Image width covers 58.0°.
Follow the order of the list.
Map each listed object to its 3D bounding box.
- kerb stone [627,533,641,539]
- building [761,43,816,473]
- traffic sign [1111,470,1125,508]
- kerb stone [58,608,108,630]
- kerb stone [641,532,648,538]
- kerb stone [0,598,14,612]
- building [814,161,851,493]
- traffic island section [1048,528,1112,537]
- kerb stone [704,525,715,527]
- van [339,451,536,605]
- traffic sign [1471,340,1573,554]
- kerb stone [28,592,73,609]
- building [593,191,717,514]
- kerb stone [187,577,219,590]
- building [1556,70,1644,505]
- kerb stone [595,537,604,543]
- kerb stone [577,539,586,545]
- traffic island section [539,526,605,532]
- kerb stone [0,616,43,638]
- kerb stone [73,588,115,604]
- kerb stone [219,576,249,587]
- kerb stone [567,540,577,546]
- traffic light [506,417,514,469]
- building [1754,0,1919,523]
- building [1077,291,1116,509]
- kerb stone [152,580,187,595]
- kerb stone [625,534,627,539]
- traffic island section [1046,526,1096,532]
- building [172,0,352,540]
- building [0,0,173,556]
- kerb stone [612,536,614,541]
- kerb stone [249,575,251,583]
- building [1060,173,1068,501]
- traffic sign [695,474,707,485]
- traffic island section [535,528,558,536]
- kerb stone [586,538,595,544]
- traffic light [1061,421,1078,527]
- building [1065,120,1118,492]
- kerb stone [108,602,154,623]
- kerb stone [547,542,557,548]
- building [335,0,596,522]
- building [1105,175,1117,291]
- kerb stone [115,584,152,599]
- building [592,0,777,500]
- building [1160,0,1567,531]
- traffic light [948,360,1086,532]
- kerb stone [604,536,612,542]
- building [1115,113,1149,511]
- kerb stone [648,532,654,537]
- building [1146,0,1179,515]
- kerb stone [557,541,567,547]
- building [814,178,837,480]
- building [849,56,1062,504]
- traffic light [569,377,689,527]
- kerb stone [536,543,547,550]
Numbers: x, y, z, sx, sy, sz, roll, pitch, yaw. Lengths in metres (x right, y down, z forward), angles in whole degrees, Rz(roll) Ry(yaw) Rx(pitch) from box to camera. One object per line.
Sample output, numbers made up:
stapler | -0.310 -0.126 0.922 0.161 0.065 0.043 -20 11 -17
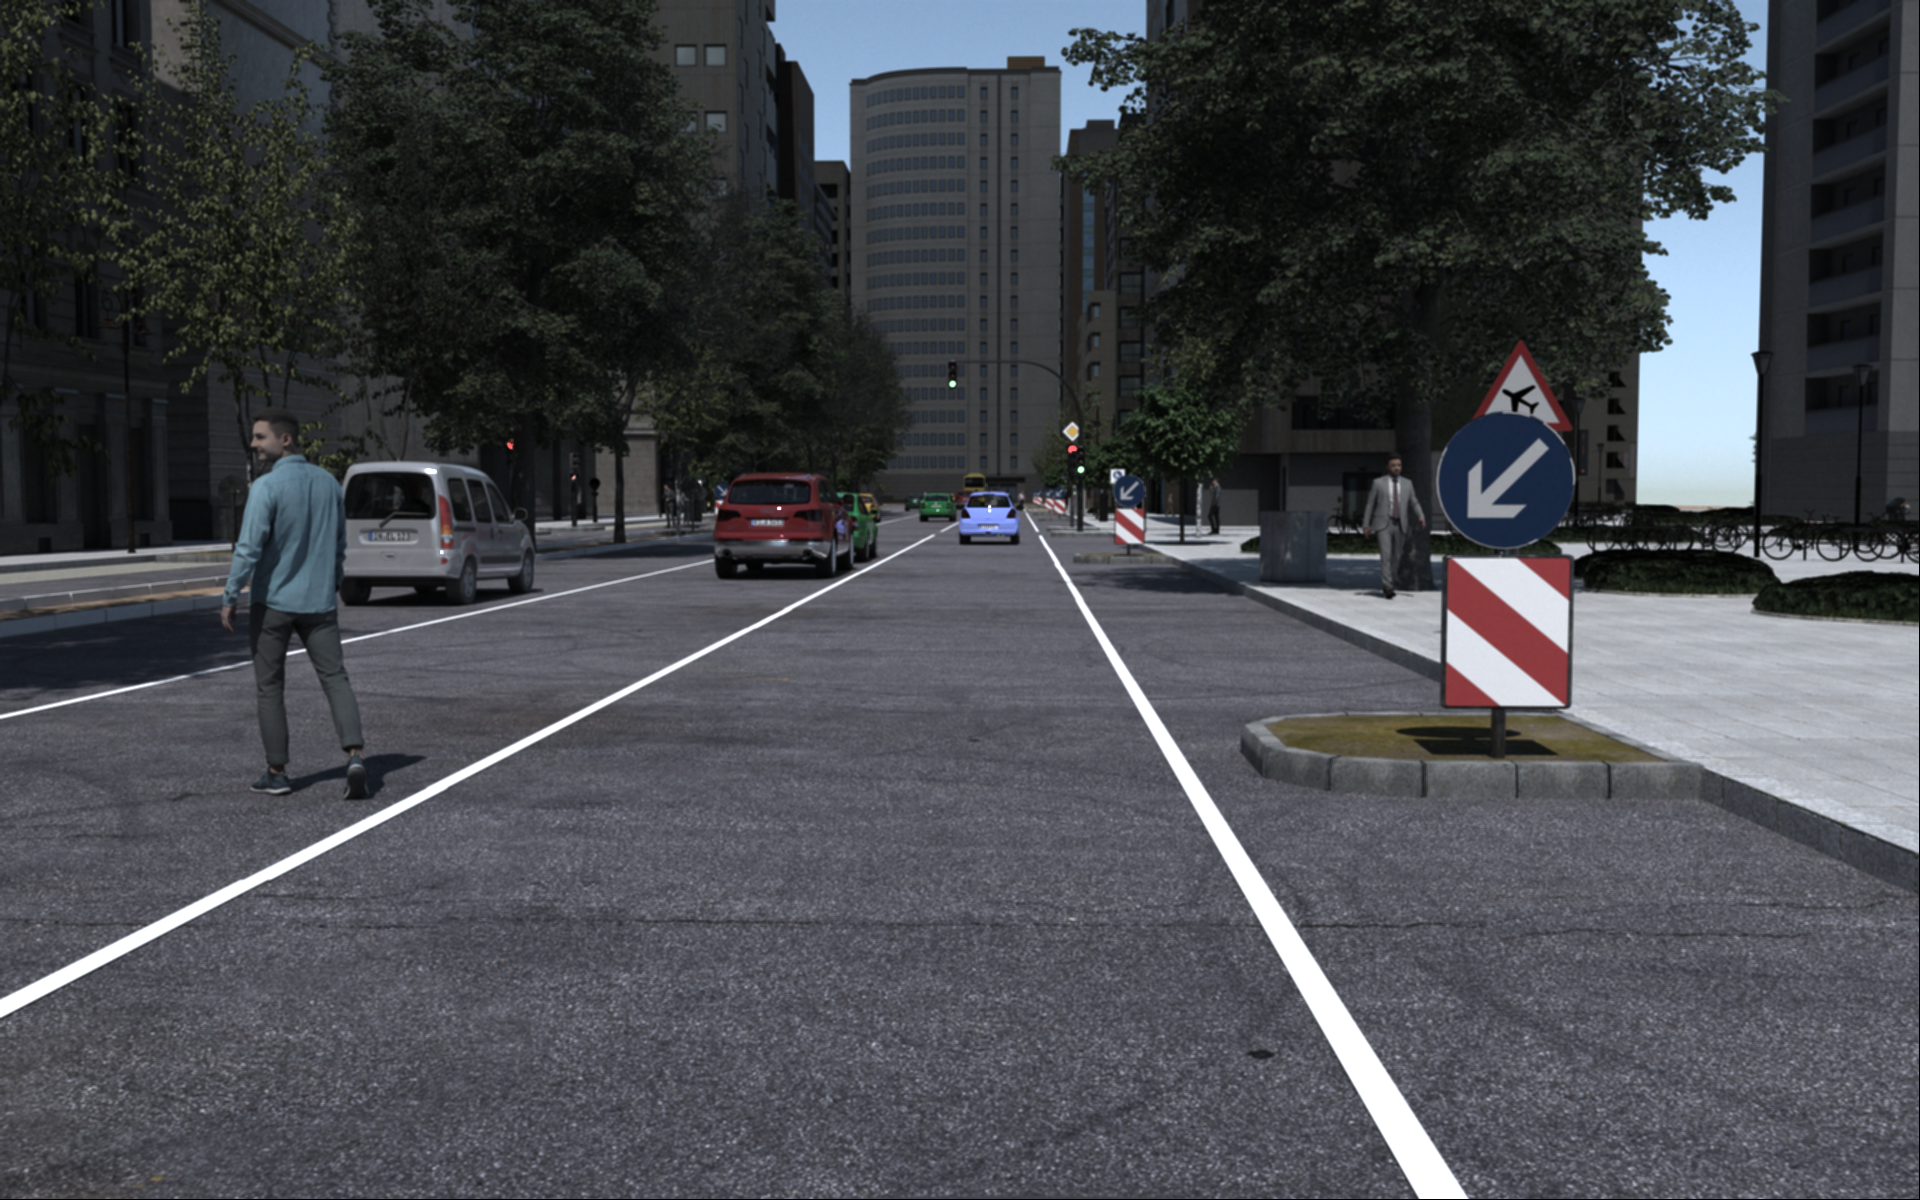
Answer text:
kerb stone | -10.517 -2.051 55.737 0.120 0.150 1.000 0 4 2
building | -22.512 -32.221 176.922 14.600 45.320 14.200 0 4 2
traffic sign | 6.451 -4.207 70.913 0.606 2.300 0.079 0 4 7
kerb stone | -9.580 0.212 18.764 0.120 0.150 1.000 0 4 2
kerb stone | -10.480 -2.114 56.759 0.120 0.150 1.000 0 4 2
kerb stone | -11.618 0.081 20.878 0.120 0.150 1.000 0 4 2
building | -25.433 -37.676 239.696 21.600 48.544 21.300 0 4 2
traffic island section | 4.108 -2.248 59.036 2.009 0.180 2.903 0 4 2
kerb stone | -10.071 -2.896 69.543 0.120 0.150 1.000 0 4 2
van | -7.095 -1.022 23.724 2.013 2.044 4.112 0 4 2
traffic sign | 4.736 -0.901 14.731 0.884 2.594 0.081 0 4 4
kerb stone | -11.583 0.018 21.899 0.120 0.150 1.000 0 4 2
building | -23.525 -15.865 110.297 10.553 20.767 40.483 0 4 2
kerb stone | -11.451 -0.229 25.999 0.120 0.150 1.000 0 4 2
building | 67.715 -35.442 203.177 21.600 48.544 21.300 0 4 2
kerb stone | -10.671 -1.738 50.614 0.120 0.150 1.000 0 4 2
kerb stone | -10.736 -1.611 48.560 0.120 0.150 1.000 0 4 2
traffic island section | -15.071 -2.774 67.634 2.009 0.180 2.903 0 4 2
kerb stone | -9.602 0.276 17.735 0.120 0.150 1.000 0 4 2
kerb stone | -11.543 -0.045 22.925 0.120 0.150 1.000 0 4 2
kerb stone | -11.414 -0.295 27.025 0.120 0.150 1.000 0 4 2
kerb stone | -10.765 -1.550 47.533 0.120 0.150 1.000 0 4 2
traffic light | -15.284 -4.318 59.517 0.839 4.253 0.868 0 4 2
building | 53.721 -32.680 76.321 28.212 58.520 21.231 0 4 2
building | 25.276 -19.350 161.413 27.650 21.520 28.899 0 4 2
kerb stone | -11.484 -0.170 24.977 0.120 0.150 1.000 0 4 2
kerb stone | -10.567 -1.923 53.687 0.120 0.150 1.000 0 4 2
traffic island section | 4.360 -2.736 67.017 2.009 0.180 2.903 0 4 2
building | -29.771 -13.665 52.302 19.941 23.489 11.050 0 4 2
building | -24.613 -11.295 33.823 9.793 20.994 18.267 0 4 2
kerb stone | -10.599 -1.864 52.665 0.120 0.150 1.000 0 4 2
kerb stone | -11.387 -0.350 28.051 0.120 0.150 1.000 0 4 2
building | 24.305 -37.486 236.592 21.600 48.544 21.300 0 4 2
traffic sign | -15.932 -6.533 106.543 0.795 2.593 0.064 0 4 3
traffic island section | -15.323 -2.286 59.653 2.009 0.180 2.903 0 4 2
kerb stone | -10.704 -1.675 49.589 0.120 0.150 1.000 0 4 2
traffic light | 4.321 -4.770 66.905 0.839 4.253 0.868 0 4 2
building | 19.828 -34.112 207.843 14.600 45.320 14.200 0 4 2
kerb stone | -9.543 0.147 19.787 0.120 0.150 1.000 0 4 2
kerb stone | -10.839 -1.423 45.485 0.120 0.150 1.000 0 4 2
building | -25.244 -16.005 79.709 12.078 24.808 19.932 0 4 2
building | 28.680 -30.360 188.265 32.217 40.220 23.993 0 4 2
kerb stone | -11.523 -0.105 23.956 0.120 0.150 1.000 0 4 2
building | -31.347 -34.674 156.155 28.713 52.752 27.495 0 4 2
building | 15.758 -18.312 71.102 14.107 30.474 14.160 0 4 2
traffic light | 1.975 -5.149 58.848 4.771 5.953 1.251 0 4 2
kerb stone | -10.637 -1.800 51.636 0.120 0.150 1.000 0 4 2
building | 19.015 -22.188 134.476 14.160 30.474 14.107 0 4 2
kerb stone | -10.442 -2.176 57.780 0.120 0.150 1.000 0 4 2
building | 19.431 -28.243 111.887 14.600 45.320 14.200 0 4 2
kerb stone | -10.803 -1.486 46.509 0.120 0.150 1.000 0 4 2
building | -27.009 -31.122 200.731 23.993 40.220 32.217 0 4 2
building | -0.585 -42.519 237.177 28.212 58.520 21.231 0 4 2
traffic light | -12.938 -5.676 67.467 4.771 5.953 1.251 0 4 2
kerb stone | -10.869 -1.357 44.459 0.120 0.150 1.000 0 4 2
